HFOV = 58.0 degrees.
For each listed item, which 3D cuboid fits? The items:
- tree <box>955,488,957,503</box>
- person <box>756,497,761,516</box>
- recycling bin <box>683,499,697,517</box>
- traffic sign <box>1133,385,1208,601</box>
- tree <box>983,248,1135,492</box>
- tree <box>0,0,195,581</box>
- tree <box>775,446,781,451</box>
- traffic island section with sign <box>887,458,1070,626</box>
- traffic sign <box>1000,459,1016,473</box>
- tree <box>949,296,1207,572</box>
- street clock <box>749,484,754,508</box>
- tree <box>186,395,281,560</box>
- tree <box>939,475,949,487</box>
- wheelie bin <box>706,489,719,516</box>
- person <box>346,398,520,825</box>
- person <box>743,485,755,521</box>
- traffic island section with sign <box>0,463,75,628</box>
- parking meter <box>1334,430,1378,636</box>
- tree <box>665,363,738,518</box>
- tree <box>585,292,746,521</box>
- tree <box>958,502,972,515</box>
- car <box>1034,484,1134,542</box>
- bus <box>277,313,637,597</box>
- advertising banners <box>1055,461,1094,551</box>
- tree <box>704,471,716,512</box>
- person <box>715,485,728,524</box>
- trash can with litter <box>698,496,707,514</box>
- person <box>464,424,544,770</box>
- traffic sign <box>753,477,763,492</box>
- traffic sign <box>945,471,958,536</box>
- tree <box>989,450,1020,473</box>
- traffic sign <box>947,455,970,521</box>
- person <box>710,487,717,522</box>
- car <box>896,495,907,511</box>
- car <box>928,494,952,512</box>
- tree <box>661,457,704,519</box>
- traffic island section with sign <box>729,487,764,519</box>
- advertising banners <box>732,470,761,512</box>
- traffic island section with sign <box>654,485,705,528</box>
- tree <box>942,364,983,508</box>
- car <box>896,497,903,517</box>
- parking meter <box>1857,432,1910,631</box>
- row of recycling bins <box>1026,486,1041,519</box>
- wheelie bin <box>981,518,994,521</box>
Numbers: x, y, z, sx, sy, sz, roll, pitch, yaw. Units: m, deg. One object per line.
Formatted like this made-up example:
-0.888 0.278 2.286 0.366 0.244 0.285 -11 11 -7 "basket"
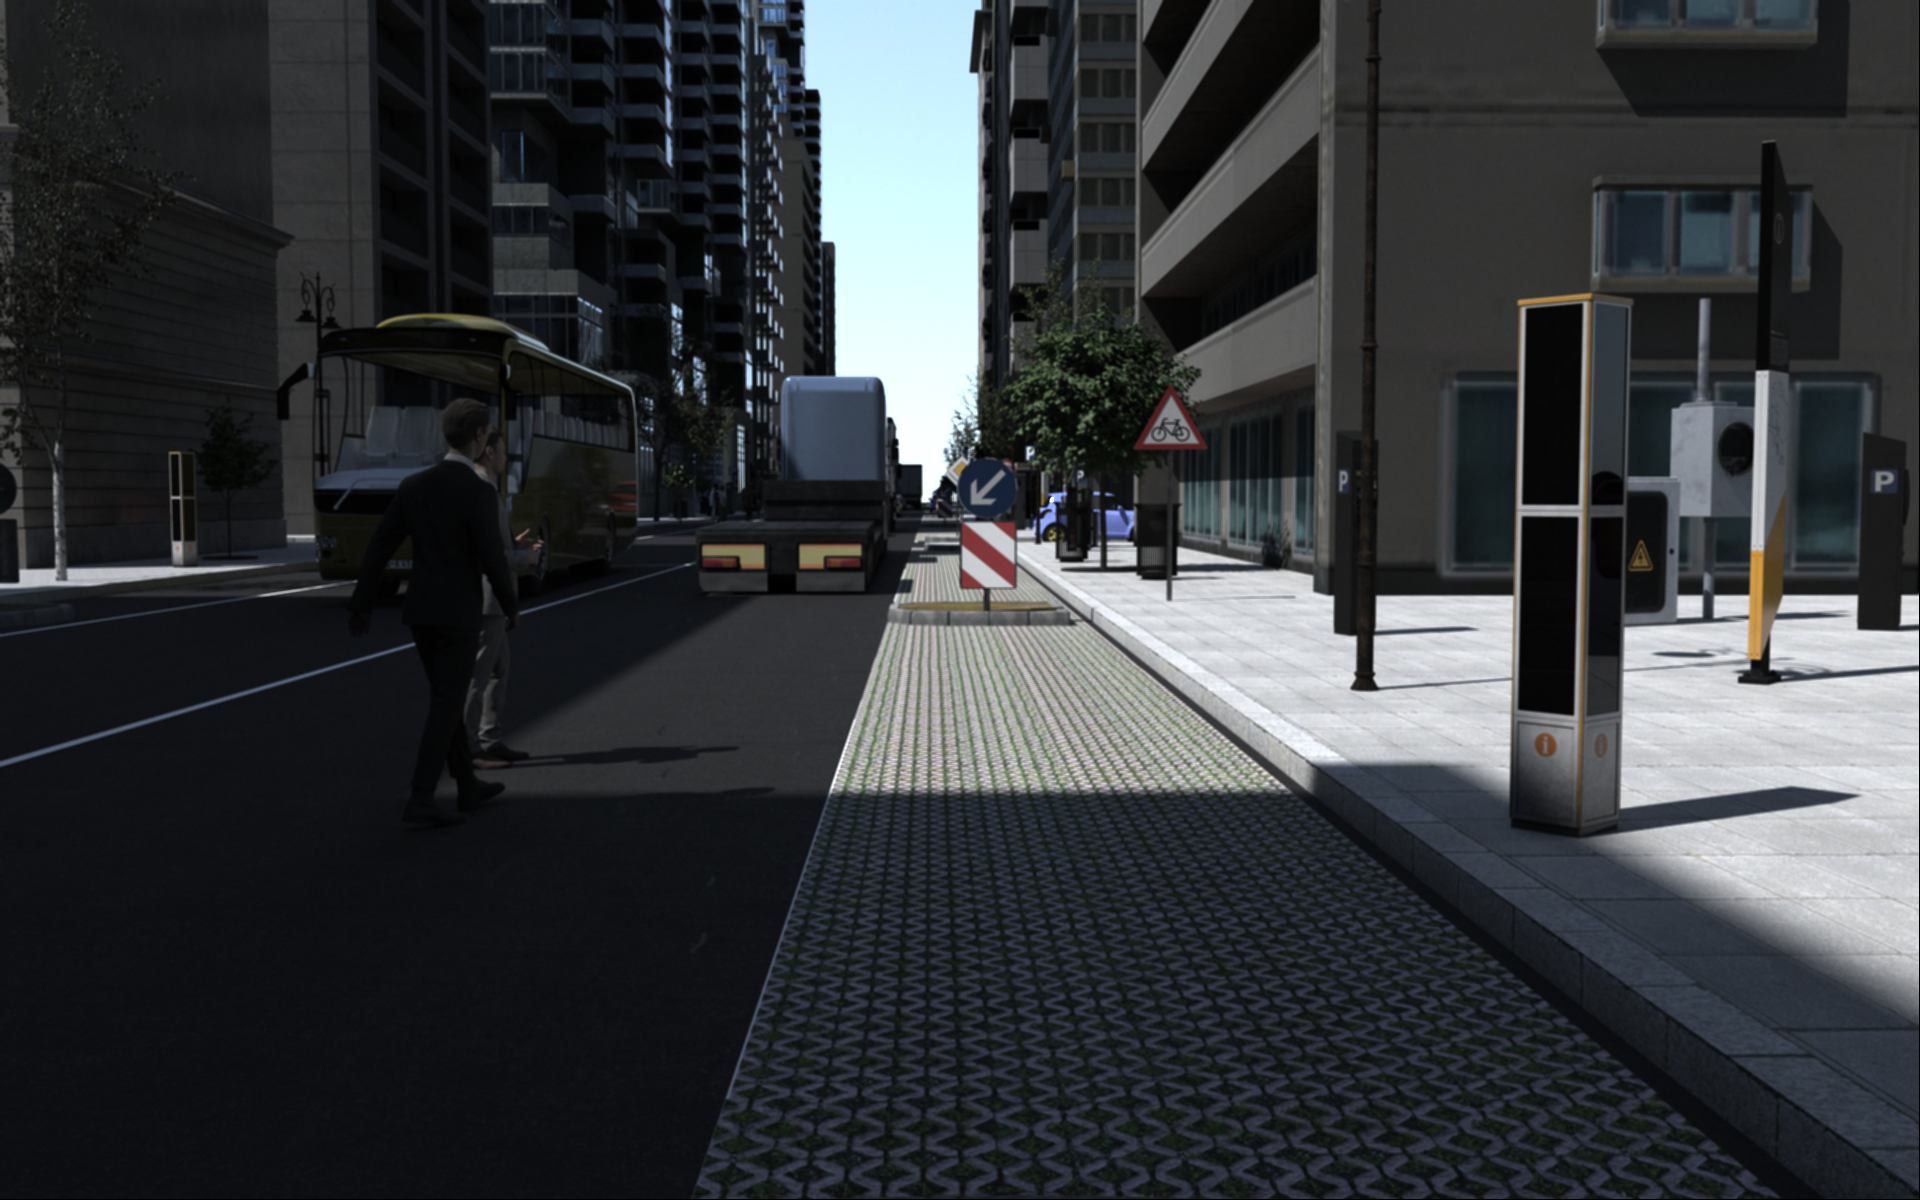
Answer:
-0.484 -16.139 258.478 1.663 3.219 1.824 0 3 0 "tree"
-13.058 -6.044 112.000 0.352 1.250 0.332 1 4 16 "person"
-15.239 -5.203 97.629 0.722 1.027 0.722 0 4 -4 "recycling bin"
2.511 -1.267 20.714 0.884 2.594 0.081 0 4 2 "traffic sign"
3.452 -6.271 52.901 4.737 8.622 4.395 0 3 0 "tree"
-13.531 -4.584 25.314 4.360 8.622 3.978 0 3 0 "tree"
-16.844 -18.013 204.882 12.009 13.543 11.850 0 3 0 "tree"
0.180 -0.672 19.616 1.989 1.847 2.006 0 4 -1 "traffic island section with sign"
1.669 -3.842 62.926 0.768 2.556 0.104 1 4 9 "traffic sign"
2.380 -2.768 28.977 4.285 4.588 4.351 0 3 0 "tree"
-14.781 -7.228 122.753 0.358 2.002 0.471 -2 4 -33 "street clock"
-14.383 -2.411 34.023 1.663 3.219 1.824 0 3 0 "tree"
-1.269 -16.324 250.606 4.285 4.588 4.351 0 3 0 "tree"
-14.319 -5.670 100.614 0.693 1.594 0.980 1 4 13 "wheelie bin"
-2.219 0.038 7.654 0.659 1.850 0.755 2 4 28 "person"
-9.138 -4.067 74.912 0.656 1.842 0.836 1 4 18 "person"
-11.086 -0.649 19.243 1.989 1.847 2.006 0 4 -1 "traffic island section with sign"
3.606 -0.615 15.767 0.255 1.863 0.399 -1 4 -15 "parking meter"
-14.271 -8.810 94.408 4.737 8.622 4.395 0 3 0 "tree"
-14.240 -8.946 80.684 8.767 10.594 7.601 0 4 -7 "tree"
1.067 -6.872 106.953 1.663 3.219 1.824 0 3 0 "tree"
3.900 -2.363 48.221 3.694 1.707 1.945 0 4 -1 "car"
-7.216 -2.192 27.387 2.896 3.916 12.252 0 4 -3 "bus"
2.534 -2.613 38.916 0.090 3.025 2.074 2 4 29 "advertising banners"
-18.482 -7.877 123.385 1.663 3.219 1.824 0 3 0 "tree"
-9.666 -3.750 70.043 0.641 1.798 0.478 1 4 21 "person"
-16.574 -6.120 111.448 0.624 1.170 1.055 -1 4 -16 "trash can with litter"
-2.415 -0.024 9.093 0.583 1.804 0.606 -2 4 -35 "person"
-14.691 -7.693 125.894 0.768 2.556 0.104 0 4 0 "traffic sign"
-0.081 -2.997 52.649 0.795 2.450 0.064 0 4 -1 "traffic sign"
1.927 -4.973 75.910 1.663 3.219 1.824 0 3 0 "tree"
0.055 -2.509 44.665 0.795 2.450 0.064 0 4 -1 "traffic sign"
-12.640 -4.906 88.901 0.419 1.800 0.721 -1 4 -18 "person"
-5.641 -8.452 150.558 2.083 1.381 4.827 0 4 1 "car"
-1.572 -7.853 137.990 1.945 1.707 3.694 0 4 -1 "car"
-14.575 -5.849 90.233 1.663 3.219 1.824 0 3 0 "tree"
-12.473 -5.680 101.494 1.989 1.847 2.006 0 4 -1 "traffic island section with sign"
-15.240 -7.775 123.308 2.074 3.025 0.090 0 4 0 "advertising banners"
-12.030 -4.031 74.543 1.989 1.847 2.006 0 4 -1 "traffic island section with sign"
1.624 -8.975 97.103 4.737 8.622 4.395 0 3 0 "tree"
-4.583 -5.829 107.658 2.083 1.381 4.827 0 4 0 "car"
8.705 -0.648 16.311 0.399 1.863 0.255 2 4 29 "parking meter"
2.848 -5.070 90.004 3.534 1.692 1.069 1 4 18 "row of recycling bins"
1.350 -4.500 81.487 0.980 1.594 0.693 0 4 3 "wheelie bin"
